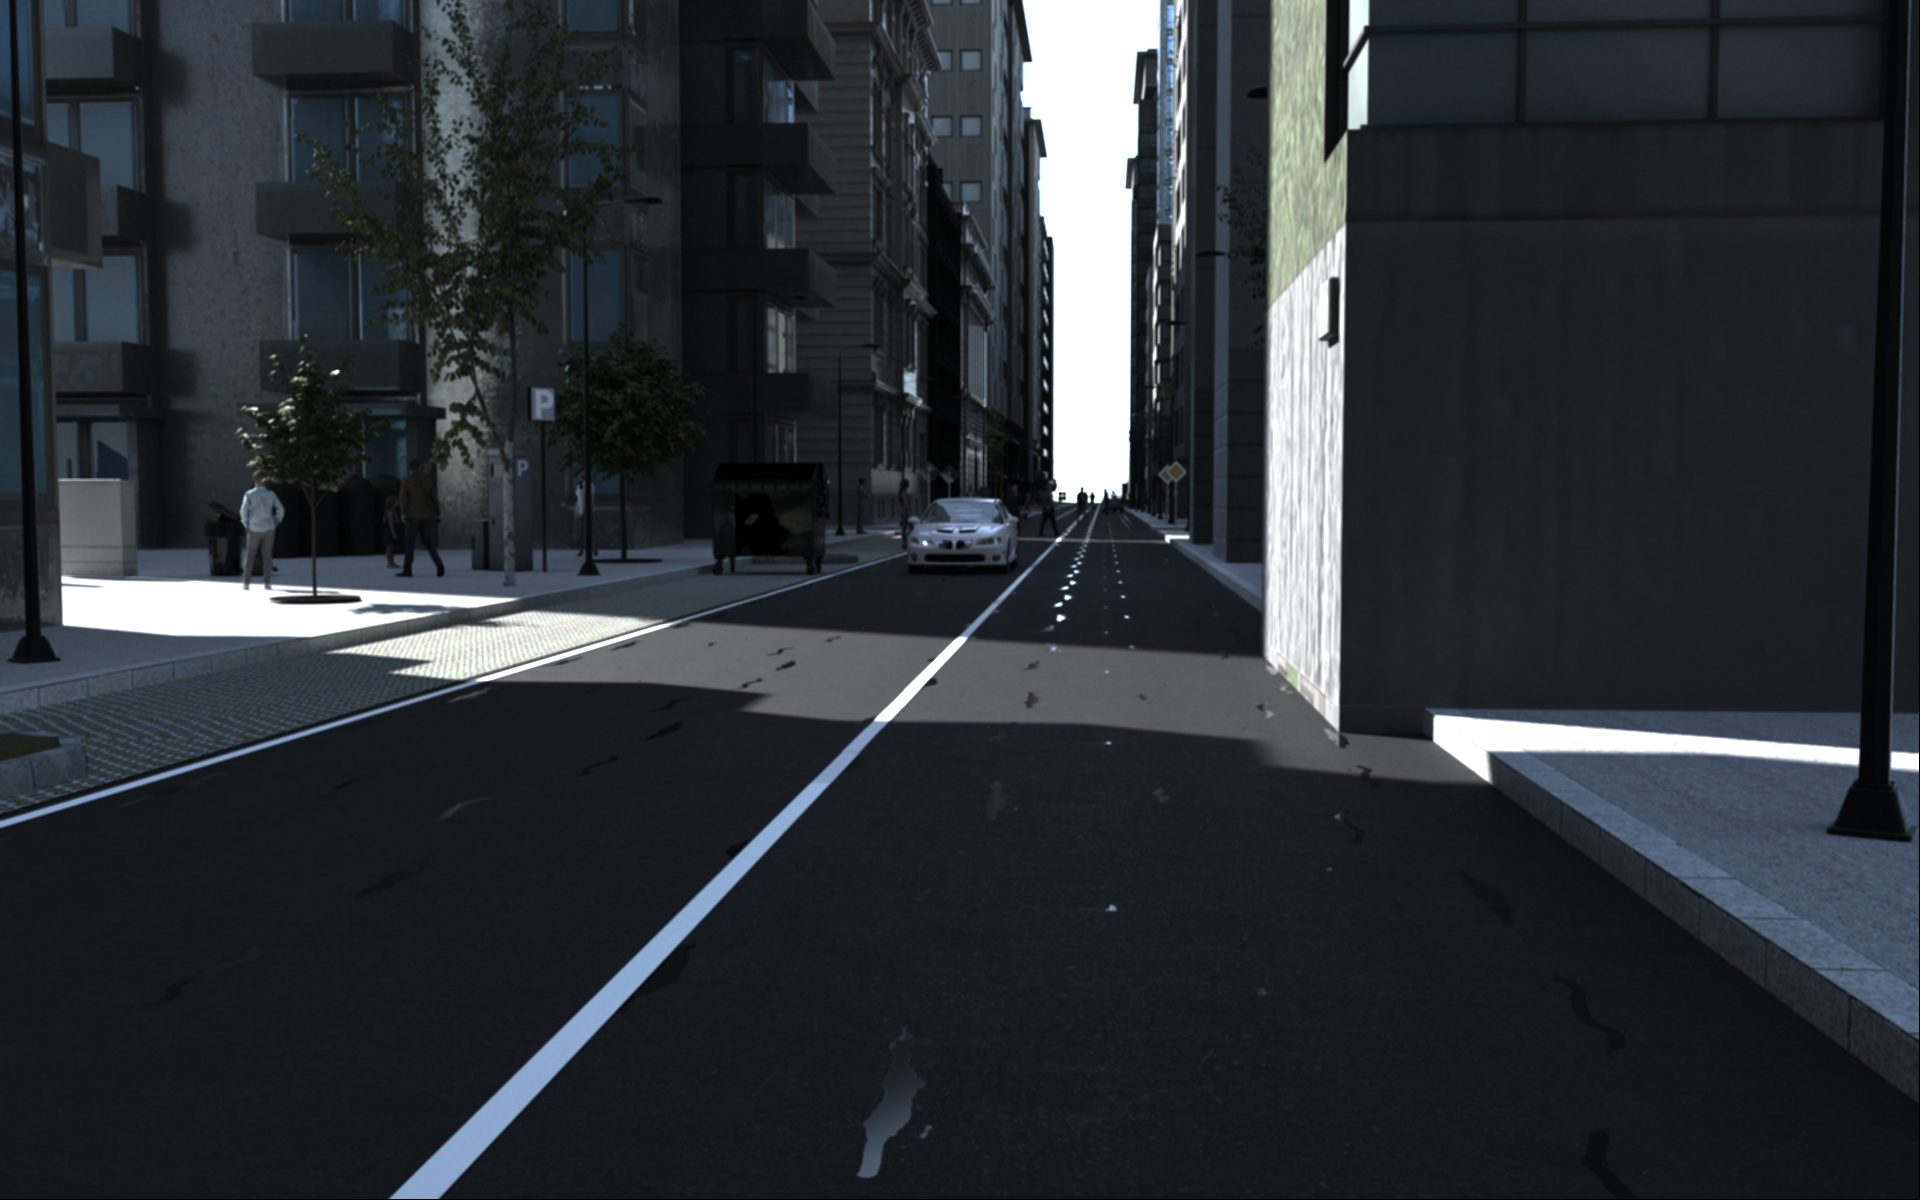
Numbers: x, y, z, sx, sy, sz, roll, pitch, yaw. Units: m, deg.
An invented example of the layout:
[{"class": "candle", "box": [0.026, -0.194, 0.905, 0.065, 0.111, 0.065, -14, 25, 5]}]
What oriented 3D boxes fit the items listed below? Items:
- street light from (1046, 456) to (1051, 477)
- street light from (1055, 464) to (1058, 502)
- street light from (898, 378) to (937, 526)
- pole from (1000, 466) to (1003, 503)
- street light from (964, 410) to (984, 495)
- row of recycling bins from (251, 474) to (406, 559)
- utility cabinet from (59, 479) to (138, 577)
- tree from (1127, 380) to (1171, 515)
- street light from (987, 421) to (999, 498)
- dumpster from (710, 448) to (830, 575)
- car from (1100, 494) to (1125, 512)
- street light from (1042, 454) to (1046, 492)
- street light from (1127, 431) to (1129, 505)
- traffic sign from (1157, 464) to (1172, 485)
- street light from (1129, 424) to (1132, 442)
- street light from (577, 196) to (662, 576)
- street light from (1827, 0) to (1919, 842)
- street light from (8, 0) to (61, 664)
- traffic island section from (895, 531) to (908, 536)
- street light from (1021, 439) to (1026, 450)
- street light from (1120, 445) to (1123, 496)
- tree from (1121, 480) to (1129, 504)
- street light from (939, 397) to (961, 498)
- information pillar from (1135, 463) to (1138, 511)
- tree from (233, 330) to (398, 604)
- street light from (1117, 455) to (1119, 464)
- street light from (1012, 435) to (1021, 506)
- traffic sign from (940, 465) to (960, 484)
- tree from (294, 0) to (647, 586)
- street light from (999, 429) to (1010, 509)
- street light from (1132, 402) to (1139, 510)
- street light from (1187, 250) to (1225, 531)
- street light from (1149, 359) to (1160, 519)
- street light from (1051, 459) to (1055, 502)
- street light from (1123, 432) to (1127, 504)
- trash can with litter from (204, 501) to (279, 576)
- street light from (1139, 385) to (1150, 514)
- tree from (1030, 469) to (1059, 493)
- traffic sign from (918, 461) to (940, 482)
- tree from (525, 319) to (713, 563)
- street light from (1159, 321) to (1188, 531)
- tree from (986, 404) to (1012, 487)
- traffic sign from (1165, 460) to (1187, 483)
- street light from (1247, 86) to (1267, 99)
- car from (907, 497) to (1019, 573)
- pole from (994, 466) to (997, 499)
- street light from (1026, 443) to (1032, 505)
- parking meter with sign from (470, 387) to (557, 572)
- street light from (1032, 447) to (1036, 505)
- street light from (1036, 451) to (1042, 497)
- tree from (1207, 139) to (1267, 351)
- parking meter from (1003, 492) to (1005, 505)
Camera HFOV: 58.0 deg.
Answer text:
[{"class": "street light", "box": [10.076, -14.679, 212.549, 1.470, 5.913, 1.316, 0, 4, 5]}, {"class": "street light", "box": [12.474, -16.435, 241.247, 1.470, 5.913, 1.316, 0, 4, 5]}, {"class": "street light", "box": [-1.748, -5.923, 69.375, 1.470, 5.913, 1.316, 0, 4, 5]}, {"class": "pole", "box": [3.052, -8.190, 127.754, 0.158, 3.312, 0.155, 0, 3, 0]}, {"class": "street light", "box": [0.430, -7.552, 96.023, 1.470, 5.913, 1.316, 0, 4, 5]}, {"class": "row of recycling bins", "box": [-12.986, -1.762, 35.915, 1.069, 1.692, 3.534, 2, 4, 32]}, {"class": "utility cabinet", "box": [-13.192, -1.091, 26.519, 1.173, 1.500, 0.318, 1, 4, 17]}, {"class": "tree", "box": [12.918, -9.655, 108.216, 4.360, 8.622, 3.978, 0, 3, 0]}, {"class": "street light", "box": [1.543, -8.397, 109.828, 1.470, 5.913, 1.316, 0, 4, 5]}, {"class": "dumpster", "box": [-3.388, -1.584, 30.856, 1.985, 2.255, 1.502, 0, 4, 6]}, {"class": "car", "box": [12.152, -7.713, 138.108, 2.014, 1.417, 4.499, 0, 4, 3]}, {"class": "street light", "box": [8.873, -13.853, 199.041, 1.470, 5.913, 1.316, 0, 4, 5]}, {"class": "street light", "box": [11.937, -8.655, 114.047, 1.470, 5.913, 1.316, 0, 4, 5]}, {"class": "traffic sign", "box": [8.129, -4.008, 67.725, 0.795, 2.593, 0.064, 0, 4, 5]}, {"class": "street light", "box": [10.726, -7.834, 100.629, 1.470, 5.913, 1.316, 0, 4, 5]}, {"class": "street light", "box": [-5.328, -3.341, 27.160, 1.470, 5.913, 1.316, 0, 4, 5]}, {"class": "street light", "box": [2.921, -2.073, 6.436, 1.470, 5.913, 1.316, 0, 4, 5]}, {"class": "street light", "box": [-6.561, -2.478, 13.052, 1.470, 5.913, 1.316, 0, 4, 5]}, {"class": "traffic island section", "box": [-1.117, -2.341, 60.563, 2.009, 0.180, 2.903, 0, 4, 5]}, {"class": "street light", "box": [4.497, -10.533, 144.750, 1.470, 5.913, 1.316, 0, 4, 5]}, {"class": "street light", "box": [14.133, -10.393, 142.469, 1.470, 5.913, 1.316, 0, 4, 5]}, {"class": "tree", "box": [21.898, -14.249, 227.575, 1.663, 3.219, 1.824, 0, 3, 0]}, {"class": "street light", "box": [-0.727, -6.733, 82.619, 1.470, 5.913, 1.316, 0, 4, 5]}, {"class": "information pillar", "box": [13.211, -8.449, 129.491, 0.183, 3.616, 0.504, 1, 4, 15]}, {"class": "tree", "box": [-7.782, -1.594, 20.661, 1.663, 3.219, 1.824, 0, 3, 0]}, {"class": "street light", "box": [17.010, -12.465, 176.341, 1.470, 5.913, 1.316, 0, 4, 5]}, {"class": "street light", "box": [3.814, -10.033, 136.584, 1.470, 5.913, 1.316, 0, 4, 5]}, {"class": "traffic sign", "box": [-0.434, -4.053, 68.452, 0.795, 2.593, 0.064, 0, 4, 5]}, {"class": "tree", "box": [-6.522, -4.499, 23.920, 4.737, 8.622, 4.395, 0, 3, 0]}, {"class": "street light", "box": [2.583, -9.207, 123.071, 1.470, 5.913, 1.316, 0, 4, 5]}, {"class": "street light", "box": [9.587, -7.025, 87.395, 1.470, 5.913, 1.316, 0, 4, 5]}, {"class": "street light", "box": [5.174, -3.703, 33.082, 1.470, 5.913, 1.316, 0, 4, 5]}, {"class": "street light", "box": [7.380, -5.333, 59.730, 1.470, 5.913, 1.316, 0, 4, 5]}, {"class": "street light", "box": [11.403, -15.617, 227.886, 1.470, 5.913, 1.316, 0, 4, 5]}, {"class": "street light", "box": [12.952, -9.496, 127.801, 1.470, 5.913, 1.316, 0, 4, 5]}, {"class": "trash can with litter", "box": [-11.293, -0.969, 27.233, 1.055, 1.170, 0.624, 0, 4, -8]}, {"class": "street light", "box": [8.527, -6.215, 74.154, 1.470, 5.913, 1.316, 0, 4, 5]}, {"class": "tree", "box": [9.681, -14.242, 216.572, 4.285, 4.588, 4.351, 0, 3, 0]}, {"class": "traffic sign", "box": [-1.093, -3.566, 60.494, 0.795, 2.593, 0.064, 0, 4, 5]}, {"class": "tree", "box": [-6.429, -3.001, 32.787, 4.285, 4.588, 4.351, 0, 3, 0]}, {"class": "street light", "box": [6.188, -4.523, 46.500, 1.470, 5.913, 1.316, 0, 4, 5]}, {"class": "tree", "box": [2.081, -11.649, 140.828, 4.737, 8.622, 4.395, 0, 3, 0]}, {"class": "traffic sign", "box": [7.470, -3.522, 59.767, 0.795, 2.593, 0.064, 0, 4, 5]}, {"class": "street light", "box": [3.966, -2.894, 19.854, 1.470, 5.913, 1.316, 0, 4, 5]}, {"class": "car", "box": [0.111, -1.262, 33.001, 2.083, 1.381, 4.827, 0, 4, 5]}, {"class": "pole", "box": [2.583, -8.026, 125.067, 0.158, 3.312, 0.155, 0, 3, 0]}, {"class": "street light", "box": [5.626, -11.367, 158.394, 1.470, 5.913, 1.316, 0, 4, 5]}, {"class": "parking meter with sign", "box": [-7.499, -1.995, 28.884, 1.738, 3.016, 0.543, 3, 4, 36]}, {"class": "street light", "box": [6.563, -12.178, 171.645, 1.470, 5.913, 1.316, 0, 4, 5]}, {"class": "street light", "box": [7.758, -13.026, 185.522, 1.470, 5.913, 1.316, 0, 4, 5]}, {"class": "tree", "box": [6.201, -4.690, 27.043, 4.360, 8.622, 3.978, 0, 3, 0]}, {"class": "parking meter", "box": [3.439, -8.106, 140.944, 0.372, 1.533, 0.369, 0, 3, 0]}]
